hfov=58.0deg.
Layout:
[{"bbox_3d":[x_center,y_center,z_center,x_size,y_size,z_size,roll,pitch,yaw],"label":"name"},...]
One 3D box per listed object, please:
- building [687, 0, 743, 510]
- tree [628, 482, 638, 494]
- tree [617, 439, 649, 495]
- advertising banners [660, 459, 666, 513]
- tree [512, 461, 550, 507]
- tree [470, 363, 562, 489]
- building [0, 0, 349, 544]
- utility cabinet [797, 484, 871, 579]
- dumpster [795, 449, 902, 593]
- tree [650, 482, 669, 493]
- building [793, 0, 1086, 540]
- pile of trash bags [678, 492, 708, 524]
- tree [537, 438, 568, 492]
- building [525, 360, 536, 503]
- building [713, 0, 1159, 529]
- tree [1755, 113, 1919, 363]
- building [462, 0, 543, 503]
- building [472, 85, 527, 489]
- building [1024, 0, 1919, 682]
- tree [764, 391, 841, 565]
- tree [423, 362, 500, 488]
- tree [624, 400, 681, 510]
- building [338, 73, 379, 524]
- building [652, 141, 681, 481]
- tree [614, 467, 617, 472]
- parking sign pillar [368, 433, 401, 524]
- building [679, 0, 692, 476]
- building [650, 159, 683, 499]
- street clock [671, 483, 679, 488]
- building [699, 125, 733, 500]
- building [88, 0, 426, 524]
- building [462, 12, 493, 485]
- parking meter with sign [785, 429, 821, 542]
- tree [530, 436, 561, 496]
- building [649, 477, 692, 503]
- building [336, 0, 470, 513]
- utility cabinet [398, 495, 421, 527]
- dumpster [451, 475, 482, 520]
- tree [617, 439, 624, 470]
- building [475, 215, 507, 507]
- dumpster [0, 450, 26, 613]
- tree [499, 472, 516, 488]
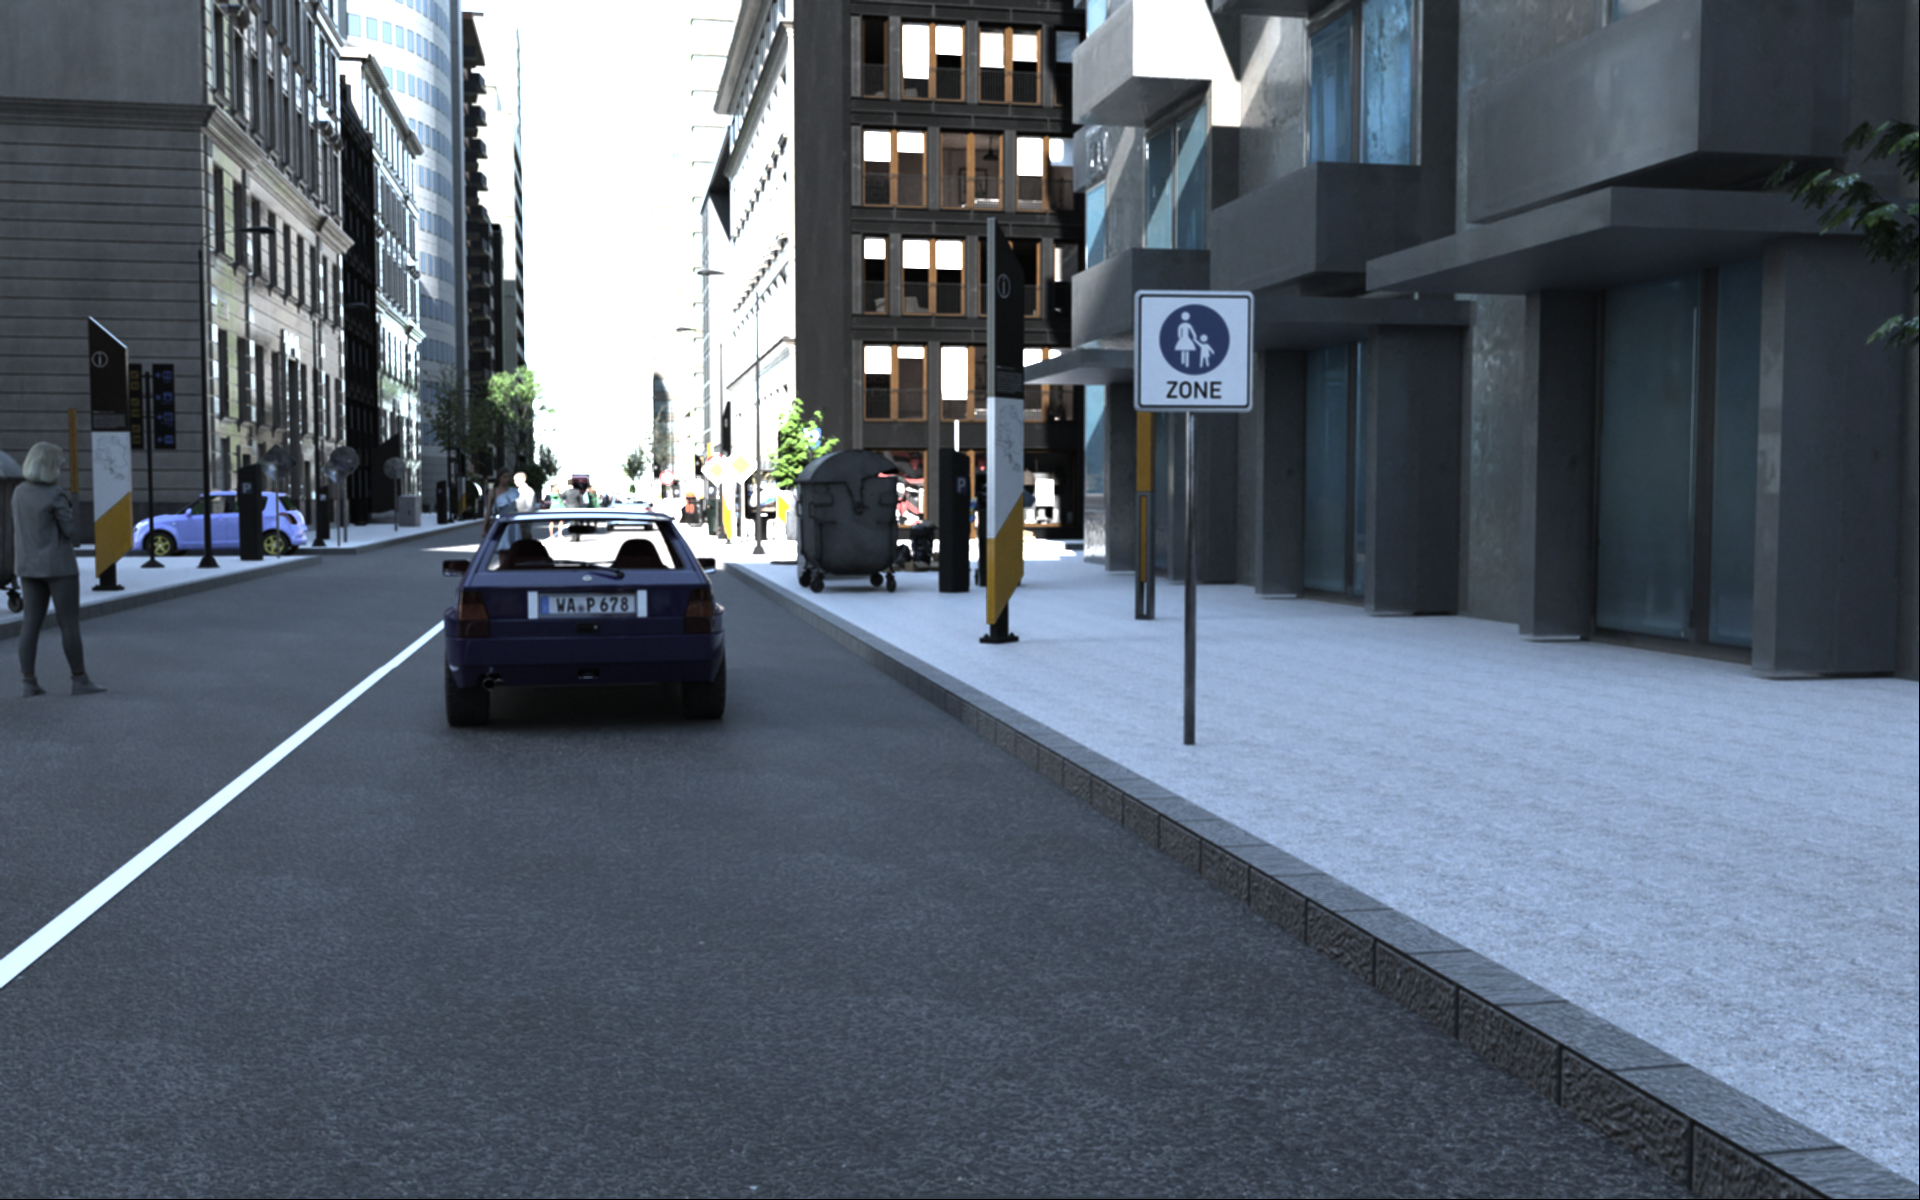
[{"bbox_3d":[-13.773,-27.486,132.982,14.154,41.232,14.086,-1,4,-12],"label":"building"},{"bbox_3d":[-47.097,-15.530,248.523,1.663,3.219,1.824,0,3,0],"label":"tree"},{"bbox_3d":[-43.516,-17.334,233.778,4.737,8.622,4.395,0,3,0],"label":"tree"},{"bbox_3d":[-14.532,-5.426,84.909,0.090,3.025,2.074,0,4,-3],"label":"advertising banners"},{"bbox_3d":[-43.694,-11.865,177.712,4.285,4.588,4.351,0,3,0],"label":"tree"},{"bbox_3d":[-35.104,-12.916,136.935,9.928,11.665,9.643,0,3,0],"label":"tree"},{"bbox_3d":[-27.246,-15.744,54.676,12.463,27.353,25.104,-1,4,-12],"label":"building"},{"bbox_3d":[-1.862,-1.064,26.072,1.173,1.500,0.318,-2,4,-35],"label":"utility cabinet"},{"bbox_3d":[-1.493,-1.068,23.220,1.264,1.857,1.865,-1,4,-11],"label":"dumpster"},{"bbox_3d":[-24.589,-8.944,140.833,1.663,3.219,1.824,0,3,0],"label":"tree"},{"bbox_3d":[3.339,-13.744,54.391,15.834,23.373,12.332,-1,4,-12],"label":"building"},{"bbox_3d":[-11.288,-3.974,74.732,1.912,1.369,3.447,0,4,3],"label":"pile of trash bags"},{"bbox_3d":[-53.399,-16.904,226.749,4.737,8.622,4.395,0,3,0],"label":"tree"},{"bbox_3d":[-71.902,-23.709,232.688,27.650,21.520,28.899,-1,4,-12],"label":"building"},{"bbox_3d":[-1.631,-14.793,75.148,16.112,22.955,30.059,-1,4,-12],"label":"building"},{"bbox_3d":[3.136,-0.585,4.166,1.663,3.219,1.824,0,3,0],"label":"tree"},{"bbox_3d":[-72.892,-50.027,256.188,20.563,71.187,20.611,-1,4,-12],"label":"building"},{"bbox_3d":[-63.728,-35.725,207.807,21.300,48.544,21.600,-1,4,-12],"label":"building"},{"bbox_3d":[14.217,-24.520,20.505,23.786,49.044,30.456,-1,4,-12],"label":"building"},{"bbox_3d":[-3.061,-2.275,31.795,1.663,3.219,1.824,0,3,0],"label":"tree"},{"bbox_3d":[-27.709,-8.877,95.507,4.737,8.622,4.395,0,3,0],"label":"tree"},{"bbox_3d":[-23.776,-11.268,134.600,4.360,8.622,3.978,0,3,0],"label":"tree"},{"bbox_3d":[-32.630,-14.977,74.552,12.332,23.373,15.834,-1,4,-12],"label":"building"},{"bbox_3d":[-30.389,-37.804,237.704,23.786,49.044,30.456,-1,4,-12],"label":"building"},{"bbox_3d":[-48.697,-18.647,255.232,4.737,8.622,4.395,0,3,0],"label":"tree"},{"bbox_3d":[-25.151,-5.331,75.633,1.447,3.967,1.447,-3,4,-38],"label":"parking sign pillar"},{"bbox_3d":[-10.773,-34.582,154.646,28.713,52.752,27.495,-1,4,-12],"label":"building"},{"bbox_3d":[-31.229,-32.507,215.085,14.154,41.232,14.086,-1,4,-12],"label":"building"},{"bbox_3d":[-18.172,-6.478,110.485,0.471,2.002,0.358,-2,4,-31],"label":"street clock"},{"bbox_3d":[-7.728,-17.456,104.474,14.314,24.678,30.058,-1,4,-12],"label":"building"},{"bbox_3d":[-36.719,-18.178,94.472,12.463,27.353,25.104,-1,4,-12],"label":"building"},{"bbox_3d":[-53.762,-30.551,154.132,22.147,44.769,28.867,-1,4,-12],"label":"building"},{"bbox_3d":[-4.305,-3.087,46.738,0.543,3.016,1.738,-2,4,-24],"label":"parking meter with sign"},{"bbox_3d":[-51.960,-16.312,217.067,4.360,8.622,3.978,0,3,0],"label":"tree"},{"bbox_3d":[-31.346,-35.086,265.535,32.217,40.220,23.993,-1,4,-12],"label":"building"},{"bbox_3d":[-47.970,-35.704,125.758,21.231,58.520,28.212,-1,4,-12],"label":"building"},{"bbox_3d":[-21.830,-3.514,68.620,1.020,1.237,0.306,2,4,33],"label":"utility cabinet"},{"bbox_3d":[-24.823,-5.161,86.868,1.502,2.255,1.985,-1,4,-12],"label":"dumpster"},{"bbox_3d":[-40.540,-16.182,214.940,4.360,8.622,3.978,0,3,0],"label":"tree"},{"bbox_3d":[-53.945,-24.753,176.420,14.160,30.474,14.107,-1,4,-12],"label":"building"},{"bbox_3d":[-10.579,-0.744,17.925,1.264,1.857,1.865,-1,4,-12],"label":"dumpster"},{"bbox_3d":[-34.513,-8.367,131.409,1.663,3.219,1.824,0,3,0],"label":"tree"}]
